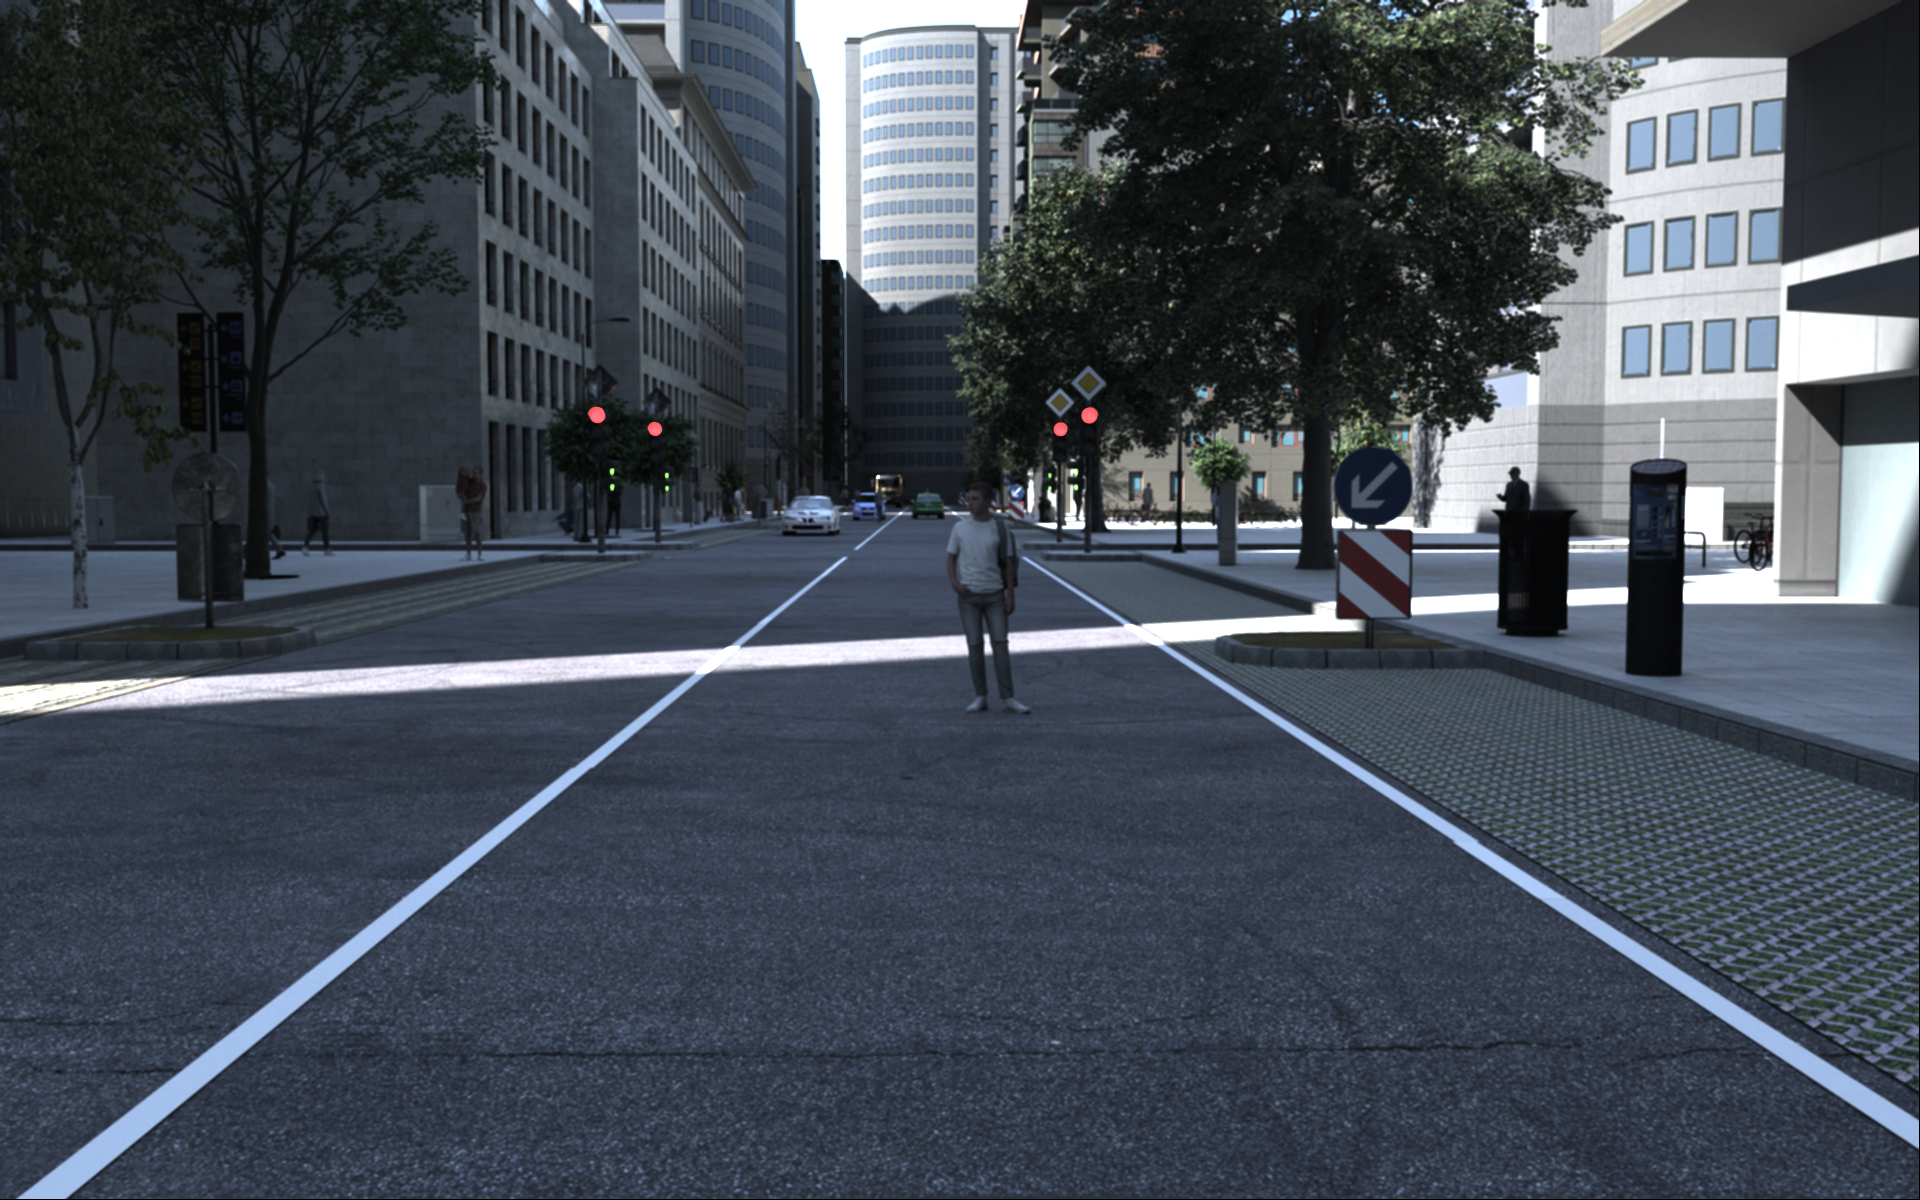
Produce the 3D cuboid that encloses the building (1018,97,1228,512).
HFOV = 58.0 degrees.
[{"bbox_3d":[12.036,-21.922,130.119,14.160,30.474,14.107,0,4,-1],"label":"building"}]

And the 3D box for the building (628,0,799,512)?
[{"bbox_3d":[-24.153,-36.200,133.874,21.231,58.520,28.212,0,4,-1],"label":"building"}]

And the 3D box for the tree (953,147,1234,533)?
[{"bbox_3d":[4.482,-8.612,57.822,9.611,12.733,9.660,0,3,0],"label":"tree"}]

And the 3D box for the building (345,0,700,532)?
[{"bbox_3d":[-17.136,-13.276,71.814,10.420,20.320,16.860,0,4,-1],"label":"building"}]

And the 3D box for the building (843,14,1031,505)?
[{"bbox_3d":[-0.124,-41.251,216.456,28.212,58.520,21.231,0,4,-1],"label":"building"}]

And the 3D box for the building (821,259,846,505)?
[{"bbox_3d":[-21.278,-27.012,213.354,14.107,30.474,14.160,0,4,-1],"label":"building"}]

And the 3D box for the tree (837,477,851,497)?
[{"bbox_3d":[-13.460,-12.436,197.935,1.663,3.219,1.824,0,3,0],"label":"tree"}]

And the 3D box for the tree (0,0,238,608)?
[{"bbox_3d":[-9.878,-4.197,18.987,4.737,8.622,4.395,0,3,0],"label":"tree"}]

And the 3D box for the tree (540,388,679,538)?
[{"bbox_3d":[-10.618,-4.108,50.873,4.285,4.588,4.351,0,3,0],"label":"tree"}]

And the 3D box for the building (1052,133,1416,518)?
[{"bbox_3d":[20.204,-16.025,107.040,27.650,21.520,28.899,0,4,-1],"label":"building"}]

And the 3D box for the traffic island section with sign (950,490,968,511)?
[{"bbox_3d":[0.040,-10.151,174.593,1.989,1.847,2.006,0,4,-1],"label":"traffic island section with sign"}]

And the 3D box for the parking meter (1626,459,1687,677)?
[{"bbox_3d":[4.944,-0.238,12.303,0.372,1.533,0.369,0,3,0],"label":"parking meter"}]

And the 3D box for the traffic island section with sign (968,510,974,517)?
[{"bbox_3d":[1.606,-5.451,97.750,1.989,1.847,2.006,0,4,-1],"label":"traffic island section with sign"}]

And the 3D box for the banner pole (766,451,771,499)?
[{"bbox_3d":[-11.235,-6.817,101.468,0.401,3.779,0.863,1,4,15],"label":"banner pole"}]

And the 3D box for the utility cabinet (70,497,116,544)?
[{"bbox_3d":[-22.342,-2.046,44.614,1.020,1.237,0.306,-2,4,-27],"label":"utility cabinet"}]

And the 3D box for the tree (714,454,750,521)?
[{"bbox_3d":[-11.081,-5.444,83.609,1.663,3.219,1.824,0,3,0],"label":"tree"}]

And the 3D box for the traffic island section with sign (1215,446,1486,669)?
[{"bbox_3d":[3.282,-0.392,15.043,1.989,1.847,2.006,0,4,-1],"label":"traffic island section with sign"}]

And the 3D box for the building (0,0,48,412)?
[{"bbox_3d":[-24.684,-21.101,28.597,14.086,41.232,14.154,0,4,-1],"label":"building"}]

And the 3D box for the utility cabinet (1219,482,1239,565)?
[{"bbox_3d":[4.889,-1.400,31.576,0.318,1.500,1.173,1,4,11],"label":"utility cabinet"}]

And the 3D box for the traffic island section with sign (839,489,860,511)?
[{"bbox_3d":[-9.737,-8.489,147.427,1.989,1.847,2.006,0,4,-1],"label":"traffic island section with sign"}]

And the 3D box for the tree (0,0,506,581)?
[{"bbox_3d":[-10.515,-6.125,25.902,9.928,11.665,9.643,0,3,0],"label":"tree"}]

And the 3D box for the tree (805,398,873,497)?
[{"bbox_3d":[-12.807,-14.320,168.546,8.767,10.594,7.601,-1,4,-8],"label":"tree"}]

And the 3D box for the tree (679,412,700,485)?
[{"bbox_3d":[-10.596,-4.641,59.602,4.285,4.588,4.351,0,3,0],"label":"tree"}]

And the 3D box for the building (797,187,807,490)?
[{"bbox_3d":[-21.408,-23.499,155.911,14.160,30.474,14.107,0,4,-1],"label":"building"}]

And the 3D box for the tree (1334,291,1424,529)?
[{"bbox_3d":[14.274,-6.805,61.617,4.737,8.622,4.395,0,3,0],"label":"tree"}]

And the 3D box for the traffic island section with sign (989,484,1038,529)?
[{"bbox_3d":[2.148,-3.803,70.800,1.989,1.847,2.006,0,4,-1],"label":"traffic island section with sign"}]

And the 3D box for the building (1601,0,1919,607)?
[{"bbox_3d":[21.483,-25.617,8.075,28.713,52.752,27.495,0,4,-1],"label":"building"}]

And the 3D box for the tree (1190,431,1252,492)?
[{"bbox_3d":[13.481,-6.526,90.413,4.285,4.588,4.351,0,3,0],"label":"tree"}]

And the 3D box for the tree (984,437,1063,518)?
[{"bbox_3d":[3.975,-8.647,91.737,4.360,8.622,3.978,0,3,0],"label":"tree"}]

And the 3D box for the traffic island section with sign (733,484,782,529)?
[{"bbox_3d":[-8.165,-3.796,70.694,1.989,1.847,2.006,0,4,-1],"label":"traffic island section with sign"}]

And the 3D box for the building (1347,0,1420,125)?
[{"bbox_3d":[37.039,-53.227,182.925,31.000,86.520,22.319,0,4,-1],"label":"building"}]

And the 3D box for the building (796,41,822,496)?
[{"bbox_3d":[-25.804,-34.224,183.259,21.600,48.544,21.300,0,4,-1],"label":"building"}]

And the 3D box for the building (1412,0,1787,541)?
[{"bbox_3d":[31.317,-31.397,55.333,28.212,58.520,21.231,0,4,-1],"label":"building"}]

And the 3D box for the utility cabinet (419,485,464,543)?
[{"bbox_3d":[-13.434,-2.216,44.914,0.318,1.500,1.173,2,4,33],"label":"utility cabinet"}]

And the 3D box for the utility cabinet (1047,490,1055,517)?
[{"bbox_3d":[4.092,-4.234,77.904,0.318,1.500,1.173,0,3,0],"label":"utility cabinet"}]

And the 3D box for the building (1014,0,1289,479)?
[{"bbox_3d":[16.227,-30.437,152.274,22.147,44.769,28.867,0,4,-1],"label":"building"}]

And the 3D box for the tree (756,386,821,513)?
[{"bbox_3d":[-11.768,-10.295,118.680,4.360,8.622,3.978,0,3,0],"label":"tree"}]

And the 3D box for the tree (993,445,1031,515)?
[{"bbox_3d":[3.850,-9.462,105.063,4.737,8.622,4.395,0,3,0],"label":"tree"}]

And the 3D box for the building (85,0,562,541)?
[{"bbox_3d":[-18.374,-12.245,54.957,10.420,20.320,16.860,0,4,-1],"label":"building"}]

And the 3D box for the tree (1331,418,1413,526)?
[{"bbox_3d":[16.745,-5.342,71.056,4.285,4.588,4.351,0,3,0],"label":"tree"}]

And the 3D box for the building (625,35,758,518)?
[{"bbox_3d":[-20.576,-16.031,95.388,16.112,22.955,30.059,0,4,-1],"label":"building"}]

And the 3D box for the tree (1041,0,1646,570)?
[{"bbox_3d":[6.218,-7.499,29.263,9.857,13.997,8.962,0,3,0],"label":"tree"}]

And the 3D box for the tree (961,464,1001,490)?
[{"bbox_3d":[1.839,-13.062,197.276,4.285,4.588,4.351,0,3,0],"label":"tree"}]

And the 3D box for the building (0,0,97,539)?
[{"bbox_3d":[-37.484,-14.301,51.843,19.932,24.808,12.078,0,4,-1],"label":"building"}]

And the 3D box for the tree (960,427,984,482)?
[{"bbox_3d":[2.126,-14.313,184.381,4.360,8.622,3.978,0,3,0],"label":"tree"}]

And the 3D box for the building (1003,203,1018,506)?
[{"bbox_3d":[11.968,-24.610,174.076,14.160,30.474,14.107,0,4,-1],"label":"building"}]

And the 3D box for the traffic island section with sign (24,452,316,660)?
[{"bbox_3d":[-7.047,-0.437,15.780,1.989,1.847,2.006,0,4,-1],"label":"traffic island section with sign"}]

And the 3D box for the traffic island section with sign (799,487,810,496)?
[{"bbox_3d":[-8.717,-5.444,97.644,1.989,1.847,2.006,0,4,-1],"label":"traffic island section with sign"}]

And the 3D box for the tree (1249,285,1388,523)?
[{"bbox_3d":[10.165,-5.999,48.449,4.360,8.622,3.978,0,3,0],"label":"tree"}]
